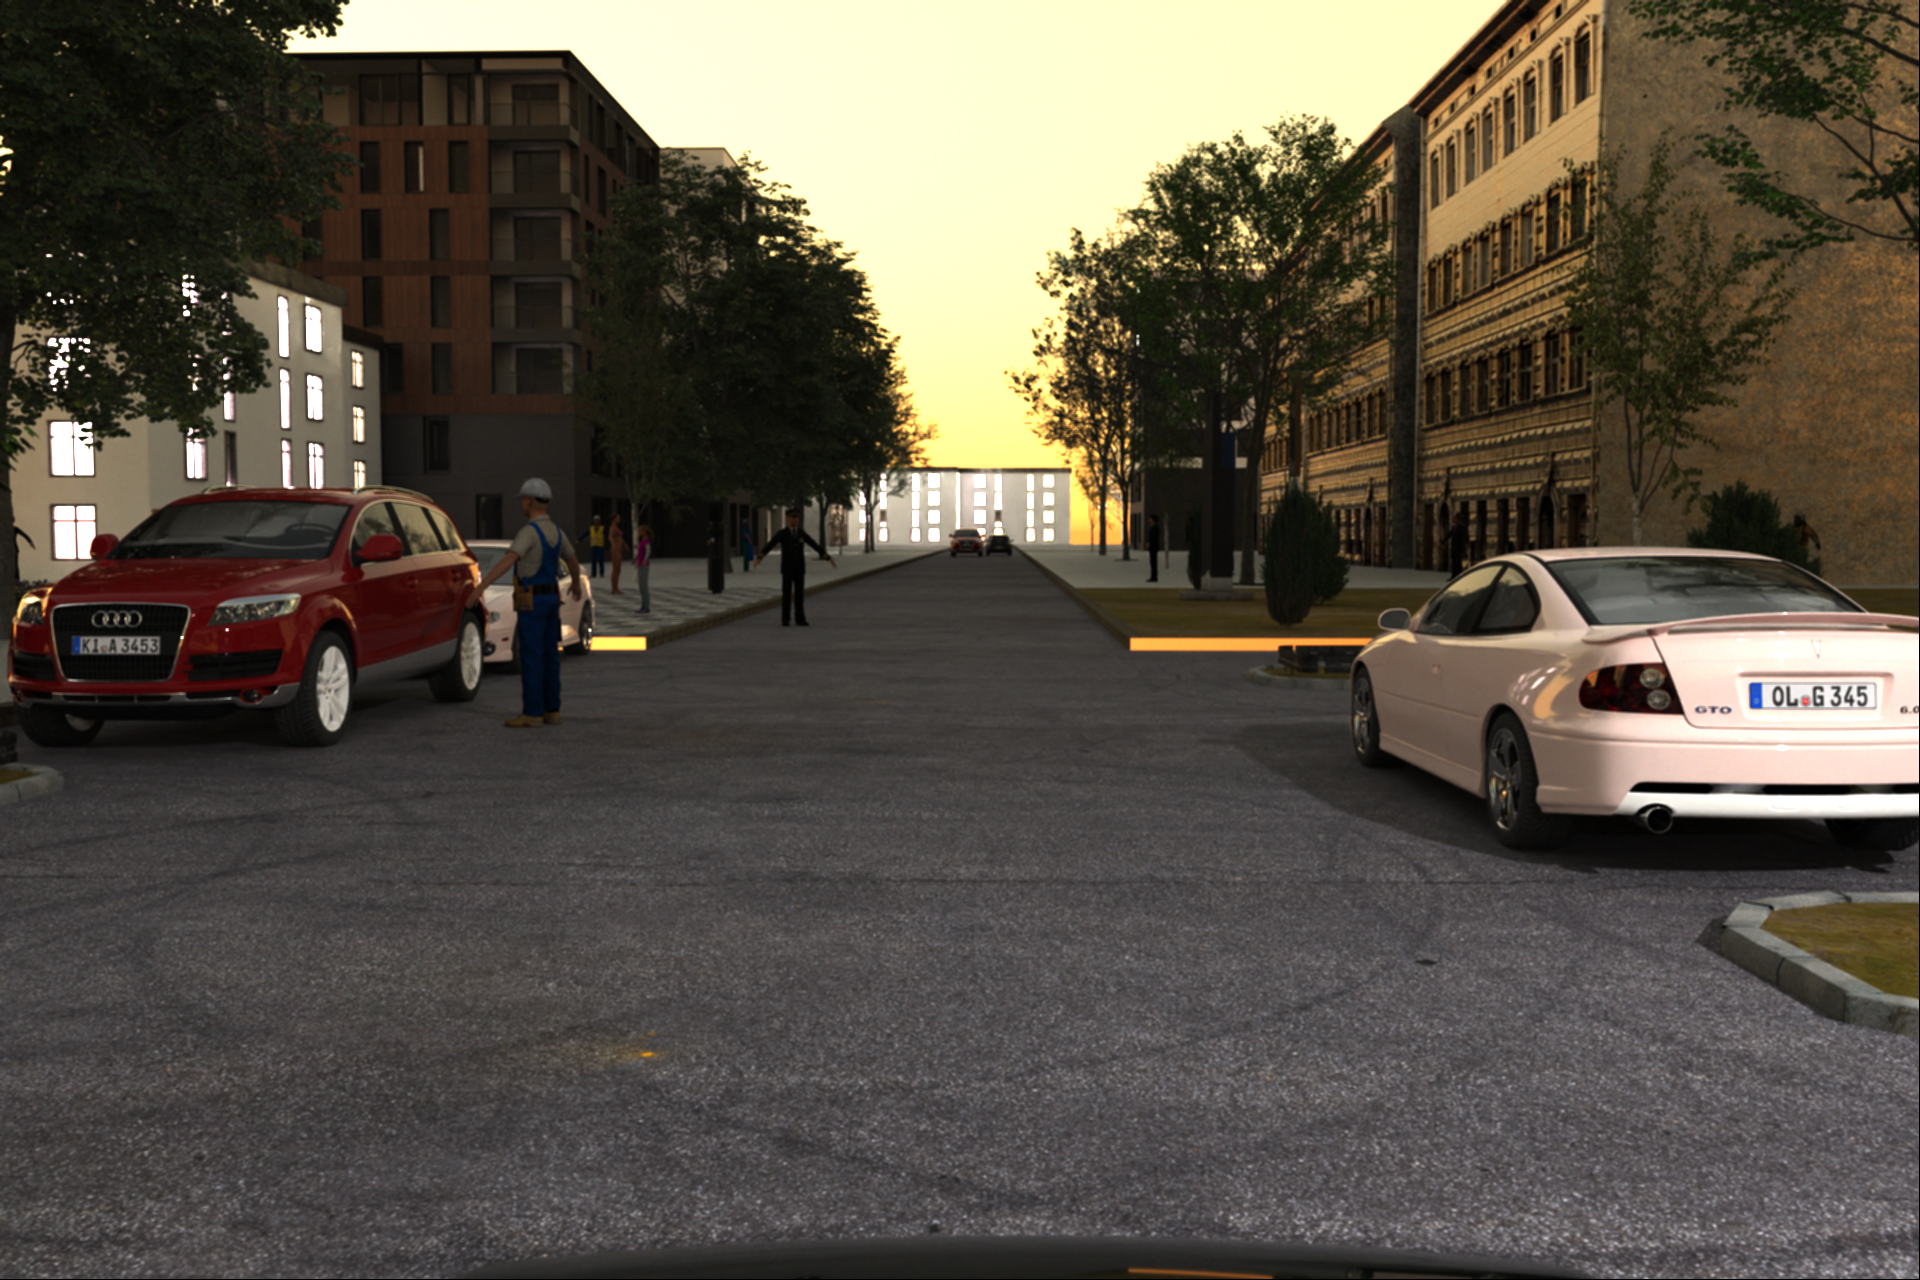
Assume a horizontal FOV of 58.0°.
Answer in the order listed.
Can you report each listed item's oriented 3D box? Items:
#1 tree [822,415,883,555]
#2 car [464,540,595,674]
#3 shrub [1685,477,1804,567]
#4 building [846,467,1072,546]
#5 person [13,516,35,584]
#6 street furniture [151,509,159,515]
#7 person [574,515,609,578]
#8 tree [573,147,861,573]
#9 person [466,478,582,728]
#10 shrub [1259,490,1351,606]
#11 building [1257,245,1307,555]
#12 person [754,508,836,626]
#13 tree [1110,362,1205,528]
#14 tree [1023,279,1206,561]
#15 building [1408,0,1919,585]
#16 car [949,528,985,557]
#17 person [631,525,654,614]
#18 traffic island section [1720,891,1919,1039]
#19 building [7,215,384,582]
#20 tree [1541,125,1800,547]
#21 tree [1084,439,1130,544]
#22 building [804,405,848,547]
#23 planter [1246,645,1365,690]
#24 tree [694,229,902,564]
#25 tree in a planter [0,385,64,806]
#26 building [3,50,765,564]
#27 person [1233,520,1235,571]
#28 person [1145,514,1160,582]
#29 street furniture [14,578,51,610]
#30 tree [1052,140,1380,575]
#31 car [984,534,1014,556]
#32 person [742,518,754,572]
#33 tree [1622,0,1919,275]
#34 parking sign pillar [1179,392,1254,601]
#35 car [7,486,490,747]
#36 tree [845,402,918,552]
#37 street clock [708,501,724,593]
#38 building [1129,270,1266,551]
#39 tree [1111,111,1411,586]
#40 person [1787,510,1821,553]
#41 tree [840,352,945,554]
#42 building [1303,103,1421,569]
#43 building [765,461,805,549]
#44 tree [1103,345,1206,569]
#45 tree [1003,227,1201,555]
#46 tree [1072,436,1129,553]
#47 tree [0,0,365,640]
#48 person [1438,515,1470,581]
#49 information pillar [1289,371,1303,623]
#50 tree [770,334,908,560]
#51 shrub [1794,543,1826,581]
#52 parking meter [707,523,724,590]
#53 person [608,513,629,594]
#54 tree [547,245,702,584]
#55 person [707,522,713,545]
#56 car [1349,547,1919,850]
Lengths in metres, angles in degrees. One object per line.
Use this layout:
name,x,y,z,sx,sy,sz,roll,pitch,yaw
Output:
tree,-7.335,-9.381,103.742,4.360,8.622,3.978,0,3,0
car,-5.361,-0.421,19.239,2.083,1.381,4.827,0,4,1
shrub,10.856,-1.228,24.116,1.661,2.075,1.752,0,3,0
building,-0.147,-16.607,216.126,28.070,9.664,9.099,0,4,4
person,-22.222,-2.063,40.453,1.216,1.740,0.721,0,4,-5
street furniture,-14.989,-1.736,35.232,11.010,1.723,9.812,-2,4,-25
person,-10.706,-2.760,51.094,1.349,1.833,0.705,0,4,6
tree,-7.879,-9.156,56.358,9.857,13.997,8.962,0,3,0
person,-3.183,-0.284,12.956,0.705,1.847,1.347,1,4,22
shrub,6.215,-1.660,31.178,1.661,2.075,1.752,0,3,0
building,27.455,-16.274,97.000,19.493,23.208,18.063,0,4,1
person,-2.597,-1.141,27.049,1.347,1.837,0.705,-2,4,-25
tree,7.672,-7.335,70.295,4.360,8.622,3.978,0,3,0
tree,7.969,-10.593,83.564,12.009,13.543,11.850,0,3,0
building,25.272,-13.502,51.680,19.493,23.208,18.063,0,4,1
car,0.453,-6.262,111.052,2.281,1.827,5.304,0,4,1
person,-5.167,-1.144,27.963,0.599,1.433,0.991,-1,4,-21
traffic island section,3.595,1.060,5.538,1.991,0.108,1.994,0,4,1
building,-25.593,-7.193,59.761,9.099,9.664,28.070,0,4,1
tree,12.614,-4.968,31.594,4.737,8.622,4.395,0,3,0
tree,20.539,-18.868,218.866,12.009,13.543,11.850,0,3,0
building,-22.119,-21.643,184.784,19.493,23.208,18.063,0,4,2
planter,3.840,0.260,16.893,1.991,0.319,1.994,0,4,1
tree,-6.945,-10.216,73.692,9.857,13.997,8.962,0,3,0
tree in a planter,-6.037,-0.731,9.174,1.991,3.239,1.994,0,4,1
building,-26.429,-15.057,90.164,27.936,21.610,32.646,0,4,2
person,9.261,-3.261,59.445,0.705,1.813,1.348,1,4,13
person,5.181,-2.470,46.579,0.705,1.806,1.347,1,4,13
street furniture,-14.882,-0.973,22.761,11.010,1.723,9.812,-2,4,-29
tree,7.975,-8.785,53.998,12.009,13.543,11.850,0,3,0
car,2.601,-6.512,116.259,2.009,1.686,4.222,0,4,1
person,-7.124,-3.184,58.178,0.704,1.817,1.347,-1,4,-12
tree,9.920,-5.527,16.123,9.928,11.665,9.643,0,3,0
parking sign pillar,4.986,-2.757,33.549,1.447,3.967,1.447,0,4,-1
car,-5.211,-0.287,13.360,2.281,1.827,5.304,0,4,1
tree,-6.548,-12.252,126.076,9.928,11.665,9.643,0,3,0
street clock,-5.261,-2.009,37.411,0.358,2.002,0.471,0,4,2
building,28.520,-18.733,150.260,27.936,21.610,32.646,0,4,1
tree,7.358,-7.171,43.004,9.928,11.665,9.643,0,3,0
person,20.147,-2.193,41.621,0.705,1.858,1.354,-1,4,-23
tree,-6.035,-12.480,114.412,12.009,13.543,11.850,0,3,0
building,25.394,-14.779,72.571,19.493,23.208,18.063,0,4,1
building,-23.317,-17.077,145.665,16.747,18.905,31.486,0,4,2
tree,7.840,-6.969,64.303,4.360,8.622,3.978,0,3,0
tree,8.894,-15.282,105.742,12.611,20.169,13.585,0,3,0
tree,9.091,-10.398,120.366,4.360,8.622,3.978,0,3,0
tree,-11.943,-6.977,20.725,9.857,13.997,8.962,0,3,0
person,13.445,-2.492,46.974,0.704,1.802,1.346,-1,4,-19
information pillar,4.861,-2.068,25.174,0.183,3.616,0.504,0,4,0
tree,-6.673,-9.779,85.637,9.928,11.665,9.643,0,3,0
shrub,12.550,-0.922,26.200,1.383,1.207,1.383,0,3,0
parking meter,-5.589,-1.910,39.645,0.372,1.533,0.369,0,3,0
person,-7.270,-1.847,37.003,0.721,1.733,1.217,0,4,3
tree,-8.327,-5.766,44.638,4.360,8.622,3.978,0,3,0
person,-7.955,-3.070,56.652,0.721,1.772,1.216,1,4,18
car,3.399,0.191,9.235,2.083,1.381,4.827,0,3,0
